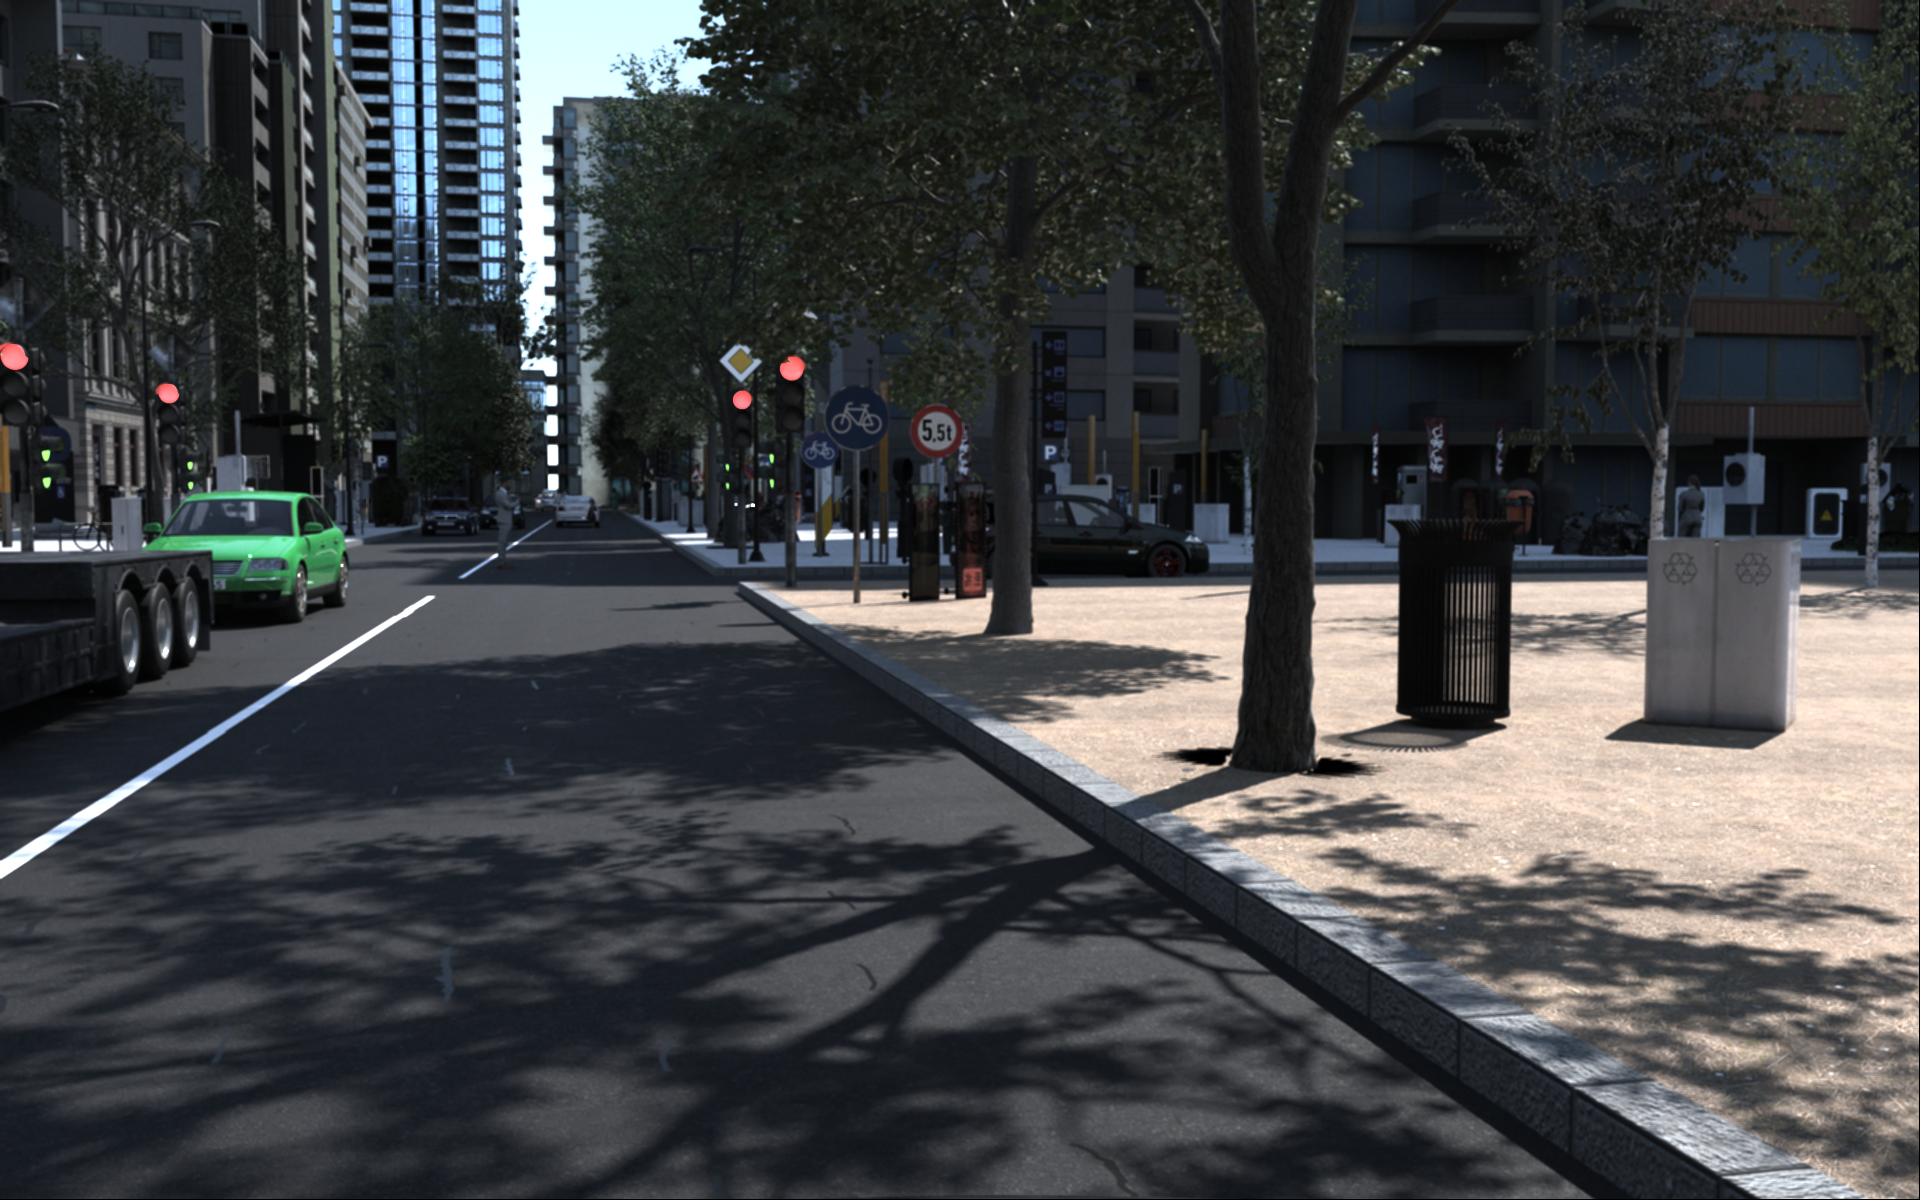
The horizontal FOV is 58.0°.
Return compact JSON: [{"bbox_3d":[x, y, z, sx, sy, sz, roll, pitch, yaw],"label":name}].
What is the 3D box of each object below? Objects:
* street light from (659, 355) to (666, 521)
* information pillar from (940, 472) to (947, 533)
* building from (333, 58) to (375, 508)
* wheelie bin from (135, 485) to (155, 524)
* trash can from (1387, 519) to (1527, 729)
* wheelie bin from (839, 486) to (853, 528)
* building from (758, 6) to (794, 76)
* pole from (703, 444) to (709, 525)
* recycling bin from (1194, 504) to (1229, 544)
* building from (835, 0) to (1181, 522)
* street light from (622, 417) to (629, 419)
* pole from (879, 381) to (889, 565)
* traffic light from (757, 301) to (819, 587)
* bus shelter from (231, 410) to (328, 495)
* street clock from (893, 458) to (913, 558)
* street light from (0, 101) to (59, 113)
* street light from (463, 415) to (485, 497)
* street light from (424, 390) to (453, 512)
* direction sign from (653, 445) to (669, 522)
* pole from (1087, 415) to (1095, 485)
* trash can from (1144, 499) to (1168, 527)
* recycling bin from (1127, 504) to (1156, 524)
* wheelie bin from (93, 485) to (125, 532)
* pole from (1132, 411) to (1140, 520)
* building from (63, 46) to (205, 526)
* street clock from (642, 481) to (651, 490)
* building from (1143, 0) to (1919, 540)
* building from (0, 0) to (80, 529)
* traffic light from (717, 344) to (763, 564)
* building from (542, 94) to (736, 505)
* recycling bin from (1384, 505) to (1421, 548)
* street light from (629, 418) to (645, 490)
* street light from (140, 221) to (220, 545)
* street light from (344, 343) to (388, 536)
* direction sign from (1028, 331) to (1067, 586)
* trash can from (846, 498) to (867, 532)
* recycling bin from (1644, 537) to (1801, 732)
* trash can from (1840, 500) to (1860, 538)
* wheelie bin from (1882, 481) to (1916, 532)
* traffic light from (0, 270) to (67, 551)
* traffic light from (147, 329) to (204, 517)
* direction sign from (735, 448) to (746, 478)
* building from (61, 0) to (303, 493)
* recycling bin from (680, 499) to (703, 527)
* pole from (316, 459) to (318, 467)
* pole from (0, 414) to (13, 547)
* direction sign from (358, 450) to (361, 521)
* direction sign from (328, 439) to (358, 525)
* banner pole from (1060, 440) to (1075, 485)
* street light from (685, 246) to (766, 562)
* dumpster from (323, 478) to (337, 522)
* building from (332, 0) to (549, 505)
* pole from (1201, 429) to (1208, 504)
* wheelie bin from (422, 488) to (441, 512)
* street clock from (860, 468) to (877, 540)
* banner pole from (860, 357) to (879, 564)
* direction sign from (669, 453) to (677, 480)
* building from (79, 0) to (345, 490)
[{"bbox_3d":[-9.437,-5.167,57.020,1.470,5.913,1.316,-1,4,-12],"label":"street light"},{"bbox_3d":[-0.624,-3.225,57.219,0.304,2.012,0.304,-1,4,-20],"label":"information pillar"},{"bbox_3d":[-62.992,-27.810,146.569,23.993,40.220,32.217,-1,4,-12],"label":"building"},{"bbox_3d":[-28.587,-3.242,60.918,0.693,1.594,0.980,-3,4,-37],"label":"wheelie bin"},{"bbox_3d":[2.748,0.124,9.630,0.748,1.137,0.748,0,3,0],"label":"trash can"},{"bbox_3d":[-4.203,-3.526,65.554,0.693,1.594,0.980,-1,4,-14],"label":"wheelie bin"},{"bbox_3d":[-6.949,-32.942,158.206,23.786,49.044,30.456,-1,4,-12],"label":"building"},{"bbox_3d":[-10.354,-4.700,70.695,0.158,3.312,0.155,0,3,0],"label":"pole"},{"bbox_3d":[6.557,-1.994,45.151,0.722,1.027,0.722,2,4,31],"label":"recycling bin"},{"bbox_3d":[1.963,-33.781,94.323,21.231,58.520,28.212,-1,4,-12],"label":"building"},{"bbox_3d":[-19.747,-8.106,105.079,1.470,5.913,1.316,-1,4,-12],"label":"street light"},{"bbox_3d":[-1.379,-2.292,31.321,0.158,3.312,0.155,0,3,0],"label":"pole"},{"bbox_3d":[-2.352,-2.132,23.779,0.839,4.253,0.868,-1,4,-12],"label":"traffic light"},{"bbox_3d":[-20.054,-3.670,51.290,1.731,3.624,6.357,-1,4,-12],"label":"bus shelter"},{"bbox_3d":[-1.150,-1.855,34.902,0.358,2.002,0.471,2,4,26],"label":"street clock"},{"bbox_3d":[-11.355,-2.935,20.531,1.470,5.913,1.316,-1,4,-12],"label":"street light"},{"bbox_3d":[-28.483,-7.878,101.351,1.470,5.913,1.316,-1,4,-12],"label":"street light"},{"bbox_3d":[-23.379,-6.423,77.562,1.470,5.913,1.316,-1,4,-12],"label":"street light"},{"bbox_3d":[-13.924,-5.370,79.791,0.379,3.537,0.876,-3,4,-38],"label":"direction sign"},{"bbox_3d":[3.385,-3.110,44.690,0.158,3.312,0.155,0,3,0],"label":"pole"},{"bbox_3d":[5.642,-2.318,49.551,0.748,1.137,0.748,0,3,0],"label":"trash can"},{"bbox_3d":[4.740,-2.001,45.266,0.722,1.027,0.722,1,4,8],"label":"recycling bin"},{"bbox_3d":[-29.104,-3.143,59.297,0.980,1.594,0.693,-2,4,-31],"label":"wheelie bin"},{"bbox_3d":[4.329,-2.989,42.713,0.158,3.312,0.155,0,3,0],"label":"pole"},{"bbox_3d":[-41.595,-14.716,76.760,11.583,22.565,21.152,-1,4,-12],"label":"building"},{"bbox_3d":[-17.662,-5.697,97.723,0.471,2.002,0.358,-3,5,-44],"label":"street clock"},{"bbox_3d":[21.307,-24.748,59.259,28.867,44.769,22.147,-1,4,-12],"label":"building"},{"bbox_3d":[-37.734,-14.150,50.411,14.314,24.678,30.058,-1,4,-12],"label":"building"},{"bbox_3d":[-4.008,-2.610,31.591,0.839,4.253,0.868,-1,4,-12],"label":"traffic light"},{"bbox_3d":[-34.685,-36.116,210.110,30.456,49.044,23.786,-1,4,-12],"label":"building"},{"bbox_3d":[10.588,-1.766,41.432,0.722,1.027,0.722,2,4,25],"label":"recycling bin"},{"bbox_3d":[-14.621,-6.652,81.294,1.470,5.913,1.316,-1,4,-12],"label":"street light"},{"bbox_3d":[-13.284,-3.484,29.507,1.470,5.913,1.316,-1,4,-12],"label":"street light"},{"bbox_3d":[-18.285,-4.940,53.317,1.470,5.913,1.316,-1,4,-12],"label":"street light"},{"bbox_3d":[1.047,-1.968,24.170,0.876,3.537,0.379,0,4,-1],"label":"direction sign"},{"bbox_3d":[-3.625,-3.040,61.360,0.748,1.137,0.748,0,3,0],"label":"trash can"},{"bbox_3d":[4.301,0.171,9.765,0.722,1.027,0.722,2,4,30],"label":"recycling bin"},{"bbox_3d":[21.796,-1.864,42.125,0.748,1.137,0.748,0,3,0],"label":"trash can"},{"bbox_3d":[23.119,-2.126,42.665,0.693,1.594,0.980,2,4,34],"label":"wheelie bin"},{"bbox_3d":[-11.752,-2.010,21.778,0.839,4.253,0.868,-1,4,-12],"label":"traffic light"},{"bbox_3d":[-13.408,-2.487,29.591,0.839,4.253,0.868,-1,4,-12],"label":"traffic light"},{"bbox_3d":[-10.882,-5.742,85.876,0.379,3.537,0.876,-3,5,-43],"label":"direction sign"},{"bbox_3d":[-48.981,-20.447,106.012,14.160,30.474,14.107,-1,4,-12],"label":"building"},{"bbox_3d":[-10.605,-3.416,68.410,0.722,1.027,0.722,1,4,14],"label":"recycling bin"},{"bbox_3d":[-37.674,-6.577,101.378,0.158,3.312,0.155,0,3,0],"label":"pole"},{"bbox_3d":[-22.932,-2.920,41.588,0.158,3.312,0.155,0,3,0],"label":"pole"},{"bbox_3d":[-28.289,-5.454,81.172,0.379,3.537,0.876,-2,4,-34],"label":"direction sign"},{"bbox_3d":[-25.566,-4.878,71.759,0.876,3.537,0.379,-2,4,-30],"label":"direction sign"},{"bbox_3d":[5.041,-5.525,80.353,0.863,3.779,0.401,0,3,0],"label":"banner pole"},{"bbox_3d":[-4.401,-3.678,32.678,1.470,5.913,1.316,-1,4,-12],"label":"street light"},{"bbox_3d":[-21.196,-3.119,56.746,1.264,1.857,1.865,-1,4,-12],"label":"dumpster"},{"bbox_3d":[-64.646,-54.402,202.140,31.000,86.520,22.319,-1,4,-12],"label":"building"},{"bbox_3d":[7.684,-3.707,54.461,0.158,3.312,0.155,0,3,0],"label":"pole"},{"bbox_3d":[-26.475,-4.824,86.772,0.980,1.594,0.693,2,4,29],"label":"wheelie bin"},{"bbox_3d":[-2.575,-2.691,48.572,0.471,2.002,0.358,0,4,1],"label":"street clock"},{"bbox_3d":[-1.650,-2.562,31.900,0.401,3.779,0.863,0,4,-4],"label":"banner pole"},{"bbox_3d":[-15.936,-6.301,95.017,0.876,3.537,0.379,0,4,7],"label":"direction sign"},{"bbox_3d":[-51.238,-26.666,119.589,14.154,41.232,14.086,-1,4,-12],"label":"building"}]
